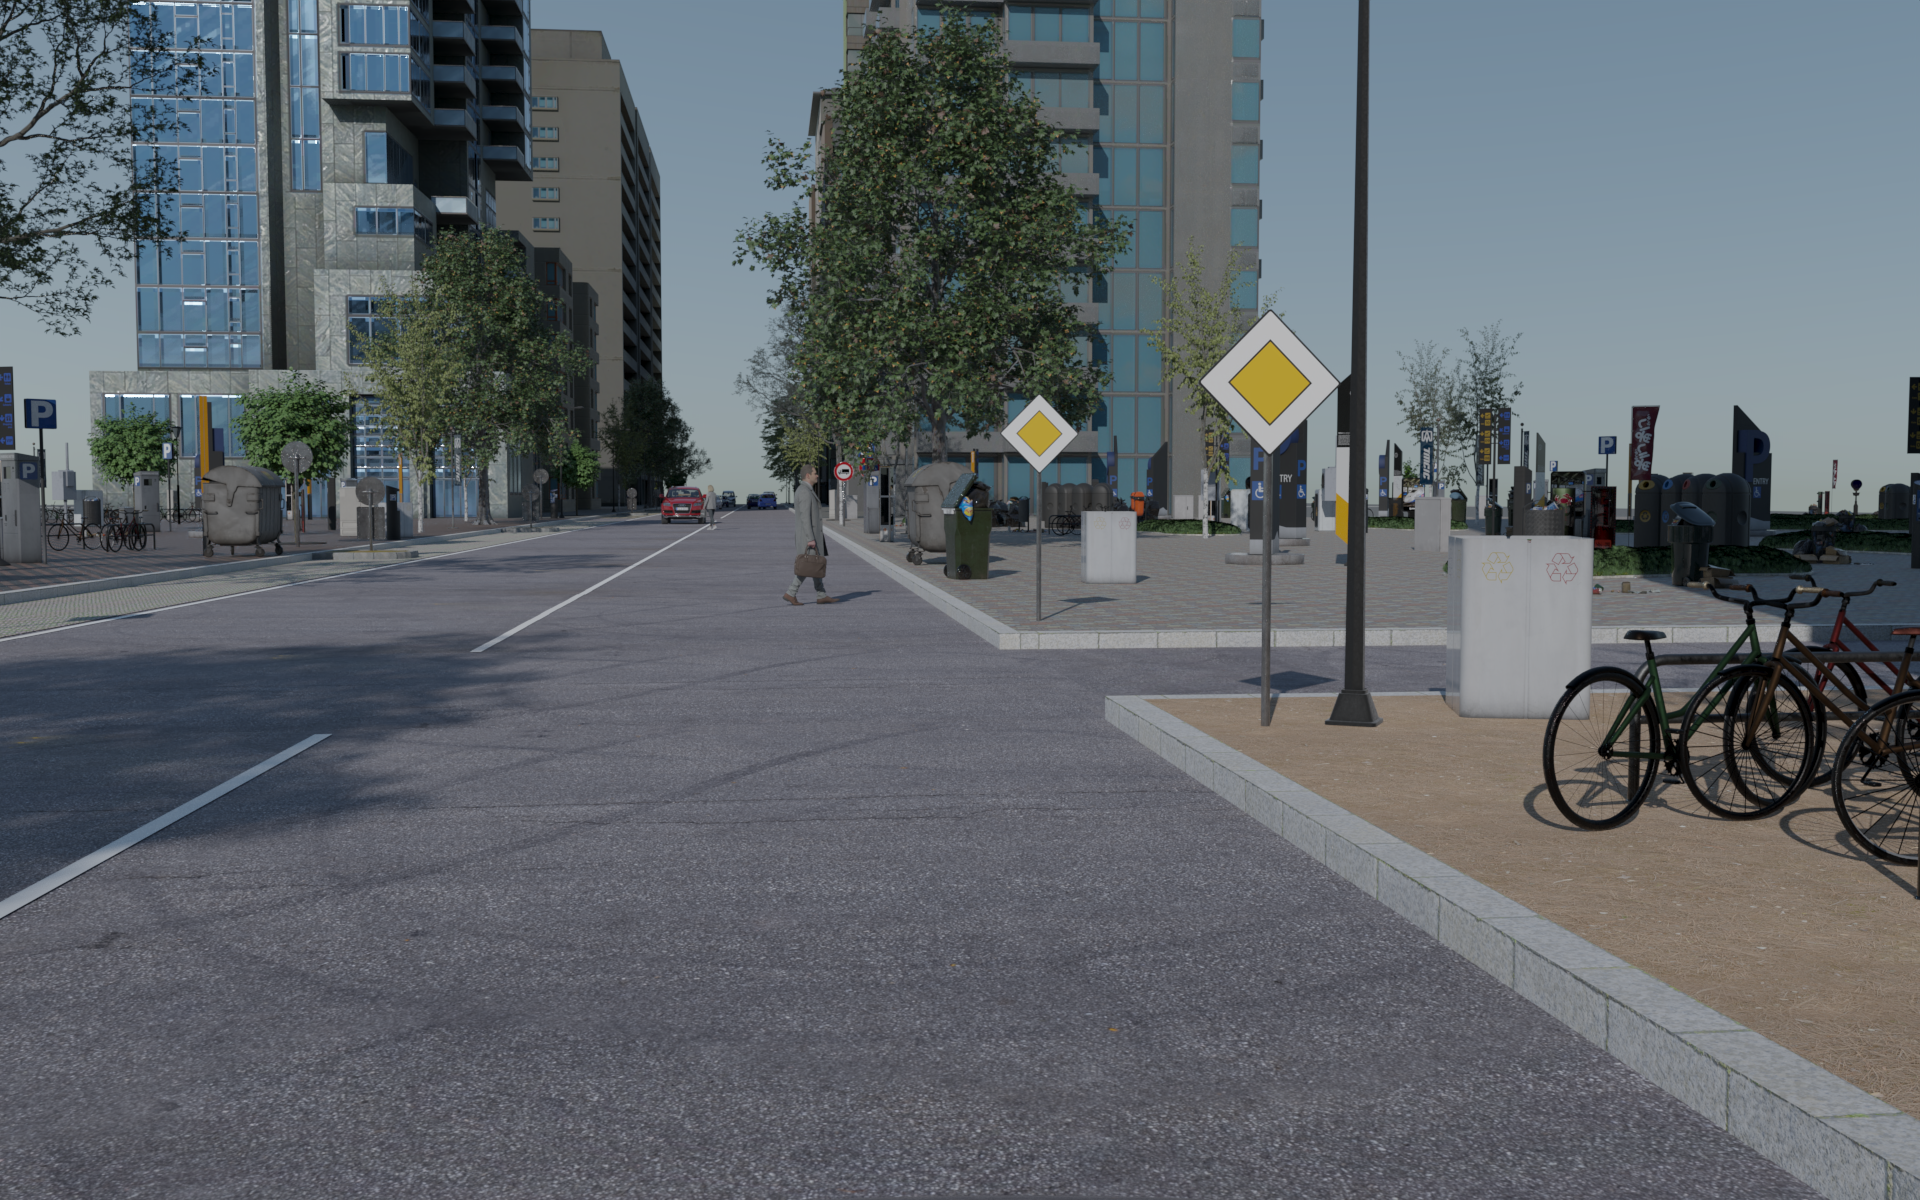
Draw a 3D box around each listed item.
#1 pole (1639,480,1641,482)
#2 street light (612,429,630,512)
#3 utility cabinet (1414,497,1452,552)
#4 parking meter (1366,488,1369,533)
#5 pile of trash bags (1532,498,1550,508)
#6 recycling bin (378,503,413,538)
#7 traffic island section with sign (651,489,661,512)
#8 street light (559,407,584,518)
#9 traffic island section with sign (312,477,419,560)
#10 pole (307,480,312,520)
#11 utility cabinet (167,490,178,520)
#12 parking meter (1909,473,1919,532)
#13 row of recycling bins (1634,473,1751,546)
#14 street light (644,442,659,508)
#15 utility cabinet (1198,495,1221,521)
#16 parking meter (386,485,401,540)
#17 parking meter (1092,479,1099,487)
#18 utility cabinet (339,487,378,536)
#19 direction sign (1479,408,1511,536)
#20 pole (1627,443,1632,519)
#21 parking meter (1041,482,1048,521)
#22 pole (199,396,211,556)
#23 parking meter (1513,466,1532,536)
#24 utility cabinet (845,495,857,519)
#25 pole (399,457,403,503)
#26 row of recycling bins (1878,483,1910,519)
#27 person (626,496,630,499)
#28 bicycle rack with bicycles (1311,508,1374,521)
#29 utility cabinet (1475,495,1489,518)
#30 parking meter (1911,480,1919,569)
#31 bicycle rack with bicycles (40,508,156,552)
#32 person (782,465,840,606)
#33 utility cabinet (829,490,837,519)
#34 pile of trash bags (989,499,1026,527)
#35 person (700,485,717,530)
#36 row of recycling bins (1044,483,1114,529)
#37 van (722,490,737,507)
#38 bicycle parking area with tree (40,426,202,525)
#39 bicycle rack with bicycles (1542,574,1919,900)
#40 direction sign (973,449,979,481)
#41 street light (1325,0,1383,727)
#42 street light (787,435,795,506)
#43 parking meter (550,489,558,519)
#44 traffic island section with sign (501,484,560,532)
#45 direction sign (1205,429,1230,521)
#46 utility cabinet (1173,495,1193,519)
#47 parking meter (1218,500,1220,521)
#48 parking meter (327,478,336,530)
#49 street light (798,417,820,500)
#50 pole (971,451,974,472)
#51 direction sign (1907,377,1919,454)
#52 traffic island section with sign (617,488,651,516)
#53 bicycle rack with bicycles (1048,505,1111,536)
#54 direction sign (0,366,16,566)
[{"bbox_3d":[24.541,-4.193,62.399,0.158,3.312,0.155,0,3,0],"label":"pole"},{"bbox_3d":[-24.167,-9.231,123.474,1.470,5.913,1.316,0,4,-6],"label":"street light"},{"bbox_3d":[10.618,-1.697,38.902,0.306,1.237,1.020,-1,4,-18],"label":"utility cabinet"},{"bbox_3d":[13.247,-2.973,57.012,0.372,1.533,0.369,0,3,0],"label":"parking meter"},{"bbox_3d":[27.956,-4.483,83.057,1.912,1.369,3.447,0,4,-7],"label":"pile of trash bags"},{"bbox_3d":[-16.685,-2.365,51.228,0.722,1.027,0.722,2,4,32],"label":"recycling bin"},{"bbox_3d":[-24.813,-8.161,142.067,1.989,1.847,2.006,0,4,-6],"label":"traffic island section with sign"},{"bbox_3d":[-20.626,-7.302,91.925,1.470,5.913,1.316,0,4,-6],"label":"street light"},{"bbox_3d":[-13.177,-1.830,38.556,1.989,1.847,2.006,0,4,-6],"label":"traffic island section with sign"},{"bbox_3d":[-32.527,-5.672,86.584,0.158,3.312,0.155,0,3,0],"label":"pole"},{"bbox_3d":[-39.270,-4.758,86.472,0.318,1.500,1.173,-1,4,-11],"label":"utility cabinet"},{"bbox_3d":[26.079,-2.534,47.150,0.399,1.863,0.255,-2,4,-26],"label":"parking meter"},{"bbox_3d":[14.817,-1.711,35.093,1.069,1.692,3.534,0,4,-6],"label":"row of recycling bins"},{"bbox_3d":[-27.672,-11.161,155.027,1.470,5.913,1.316,0,4,-6],"label":"street light"},{"bbox_3d":[11.654,-4.259,80.803,1.020,1.237,0.306,1,4,19],"label":"utility cabinet"},{"bbox_3d":[-15.879,-2.453,48.520,0.372,1.533,0.369,0,3,0],"label":"parking meter"},{"bbox_3d":[5.331,-3.824,68.237,0.255,1.863,0.399,0,4,1],"label":"parking meter"},{"bbox_3d":[-18.094,-2.661,52.185,1.173,1.500,0.318,1,4,15],"label":"utility cabinet"},{"bbox_3d":[14.085,-3.283,45.671,0.876,3.537,0.379,3,5,43],"label":"direction sign"},{"bbox_3d":[26.991,-4.643,69.754,0.158,3.312,0.155,0,3,0],"label":"pole"},{"bbox_3d":[4.228,-4.976,87.069,0.399,1.863,0.255,-3,5,-44],"label":"parking meter"},{"bbox_3d":[-15.678,-2.576,35.967,0.158,3.312,0.155,0,3,0],"label":"pole"},{"bbox_3d":[11.751,-1.864,36.183,0.255,1.863,0.399,3,5,43],"label":"parking meter"},{"bbox_3d":[-5.878,-4.853,90.514,1.020,1.237,0.306,-2,4,-30],"label":"utility cabinet"},{"bbox_3d":[-28.638,-5.804,88.746,0.158,3.312,0.155,0,3,0],"label":"pole"},{"bbox_3d":[36.325,-3.677,67.225,1.069,1.692,3.534,2,4,23],"label":"row of recycling bins"},{"bbox_3d":[-32.706,-9.962,171.244,0.599,1.838,0.709,3,5,44],"label":"person"},{"bbox_3d":[17.584,-4.068,79.889,2.925,0.926,2.852,0,4,7],"label":"bicycle rack with bicycles"},{"bbox_3d":[28.151,-4.996,92.843,1.020,1.237,0.306,0,4,5],"label":"utility cabinet"},{"bbox_3d":[16.623,-1.311,29.846,0.372,1.533,0.369,0,3,0],"label":"parking meter"},{"bbox_3d":[-19.427,-1.588,39.340,2.852,0.926,2.925,1,4,9],"label":"bicycle rack with bicycles"},{"bbox_3d":[-1.920,-0.841,22.355,0.767,1.812,0.694,-1,4,-9],"label":"person"},{"bbox_3d":[-6.419,-4.897,88.741,0.318,1.500,1.173,1,4,11],"label":"utility cabinet"},{"bbox_3d":[0.719,-3.500,66.970,3.447,1.369,1.912,-1,4,-23],"label":"pile of trash bags"},{"bbox_3d":[-9.973,-3.693,69.065,0.728,1.800,0.709,3,5,44],"label":"person"},{"bbox_3d":[4.387,-3.501,64.355,1.069,1.692,3.534,-3,4,-36],"label":"row of recycling bins"},{"bbox_3d":[-26.351,-11.628,197.129,2.013,2.044,4.112,0,4,-7],"label":"van"},{"bbox_3d":[-35.013,-5.386,75.057,9.016,4.147,8.231,-2,4,-30],"label":"bicycle parking area with tree"},{"bbox_3d":[3.624,0.418,6.556,2.925,0.926,2.852,0,4,-7],"label":"bicycle rack with bicycles"},{"bbox_3d":[0.785,-5.782,86.529,0.379,3.537,0.876,1,4,17],"label":"direction sign"},{"bbox_3d":[1.668,-2.258,9.463,1.470,5.913,1.316,0,4,-6],"label":"street light"},{"bbox_3d":[-12.707,-10.029,136.522,1.470,5.913,1.316,0,4,-6],"label":"street light"},{"bbox_3d":[-21.305,-5.045,90.900,0.372,1.533,0.369,0,3,0],"label":"parking meter"},{"bbox_3d":[-16.183,-3.469,65.344,1.989,1.847,2.006,0,4,-6],"label":"traffic island section with sign"},{"bbox_3d":[8.979,-4.199,60.643,0.876,3.537,0.379,0,4,7],"label":"direction sign"},{"bbox_3d":[11.613,-4.827,90.075,1.020,1.237,0.306,-1,4,-10],"label":"utility cabinet"},{"bbox_3d":[10.137,-3.696,68.840,0.372,1.533,0.369,0,3,0],"label":"parking meter"},{"bbox_3d":[-22.422,-3.429,61.782,0.255,1.863,0.399,-2,4,-26],"label":"parking meter"},{"bbox_3d":[-9.112,-8.100,104.980,1.470,5.913,1.316,0,4,-6],"label":"street light"},{"bbox_3d":[0.610,-5.451,82.969,0.158,3.312,0.155,0,3,0],"label":"pole"},{"bbox_3d":[18.762,-2.540,33.519,0.876,3.537,0.379,0,4,-1],"label":"direction sign"},{"bbox_3d":[-21.794,-6.523,115.281,1.989,1.847,2.006,0,4,-6],"label":"traffic island section with sign"},{"bbox_3d":[4.056,-2.512,54.451,2.925,0.926,2.852,-1,4,-10],"label":"bicycle rack with bicycles"},{"bbox_3d":[-17.197,-2.378,30.882,0.876,3.537,0.379,1,4,16],"label":"direction sign"}]
